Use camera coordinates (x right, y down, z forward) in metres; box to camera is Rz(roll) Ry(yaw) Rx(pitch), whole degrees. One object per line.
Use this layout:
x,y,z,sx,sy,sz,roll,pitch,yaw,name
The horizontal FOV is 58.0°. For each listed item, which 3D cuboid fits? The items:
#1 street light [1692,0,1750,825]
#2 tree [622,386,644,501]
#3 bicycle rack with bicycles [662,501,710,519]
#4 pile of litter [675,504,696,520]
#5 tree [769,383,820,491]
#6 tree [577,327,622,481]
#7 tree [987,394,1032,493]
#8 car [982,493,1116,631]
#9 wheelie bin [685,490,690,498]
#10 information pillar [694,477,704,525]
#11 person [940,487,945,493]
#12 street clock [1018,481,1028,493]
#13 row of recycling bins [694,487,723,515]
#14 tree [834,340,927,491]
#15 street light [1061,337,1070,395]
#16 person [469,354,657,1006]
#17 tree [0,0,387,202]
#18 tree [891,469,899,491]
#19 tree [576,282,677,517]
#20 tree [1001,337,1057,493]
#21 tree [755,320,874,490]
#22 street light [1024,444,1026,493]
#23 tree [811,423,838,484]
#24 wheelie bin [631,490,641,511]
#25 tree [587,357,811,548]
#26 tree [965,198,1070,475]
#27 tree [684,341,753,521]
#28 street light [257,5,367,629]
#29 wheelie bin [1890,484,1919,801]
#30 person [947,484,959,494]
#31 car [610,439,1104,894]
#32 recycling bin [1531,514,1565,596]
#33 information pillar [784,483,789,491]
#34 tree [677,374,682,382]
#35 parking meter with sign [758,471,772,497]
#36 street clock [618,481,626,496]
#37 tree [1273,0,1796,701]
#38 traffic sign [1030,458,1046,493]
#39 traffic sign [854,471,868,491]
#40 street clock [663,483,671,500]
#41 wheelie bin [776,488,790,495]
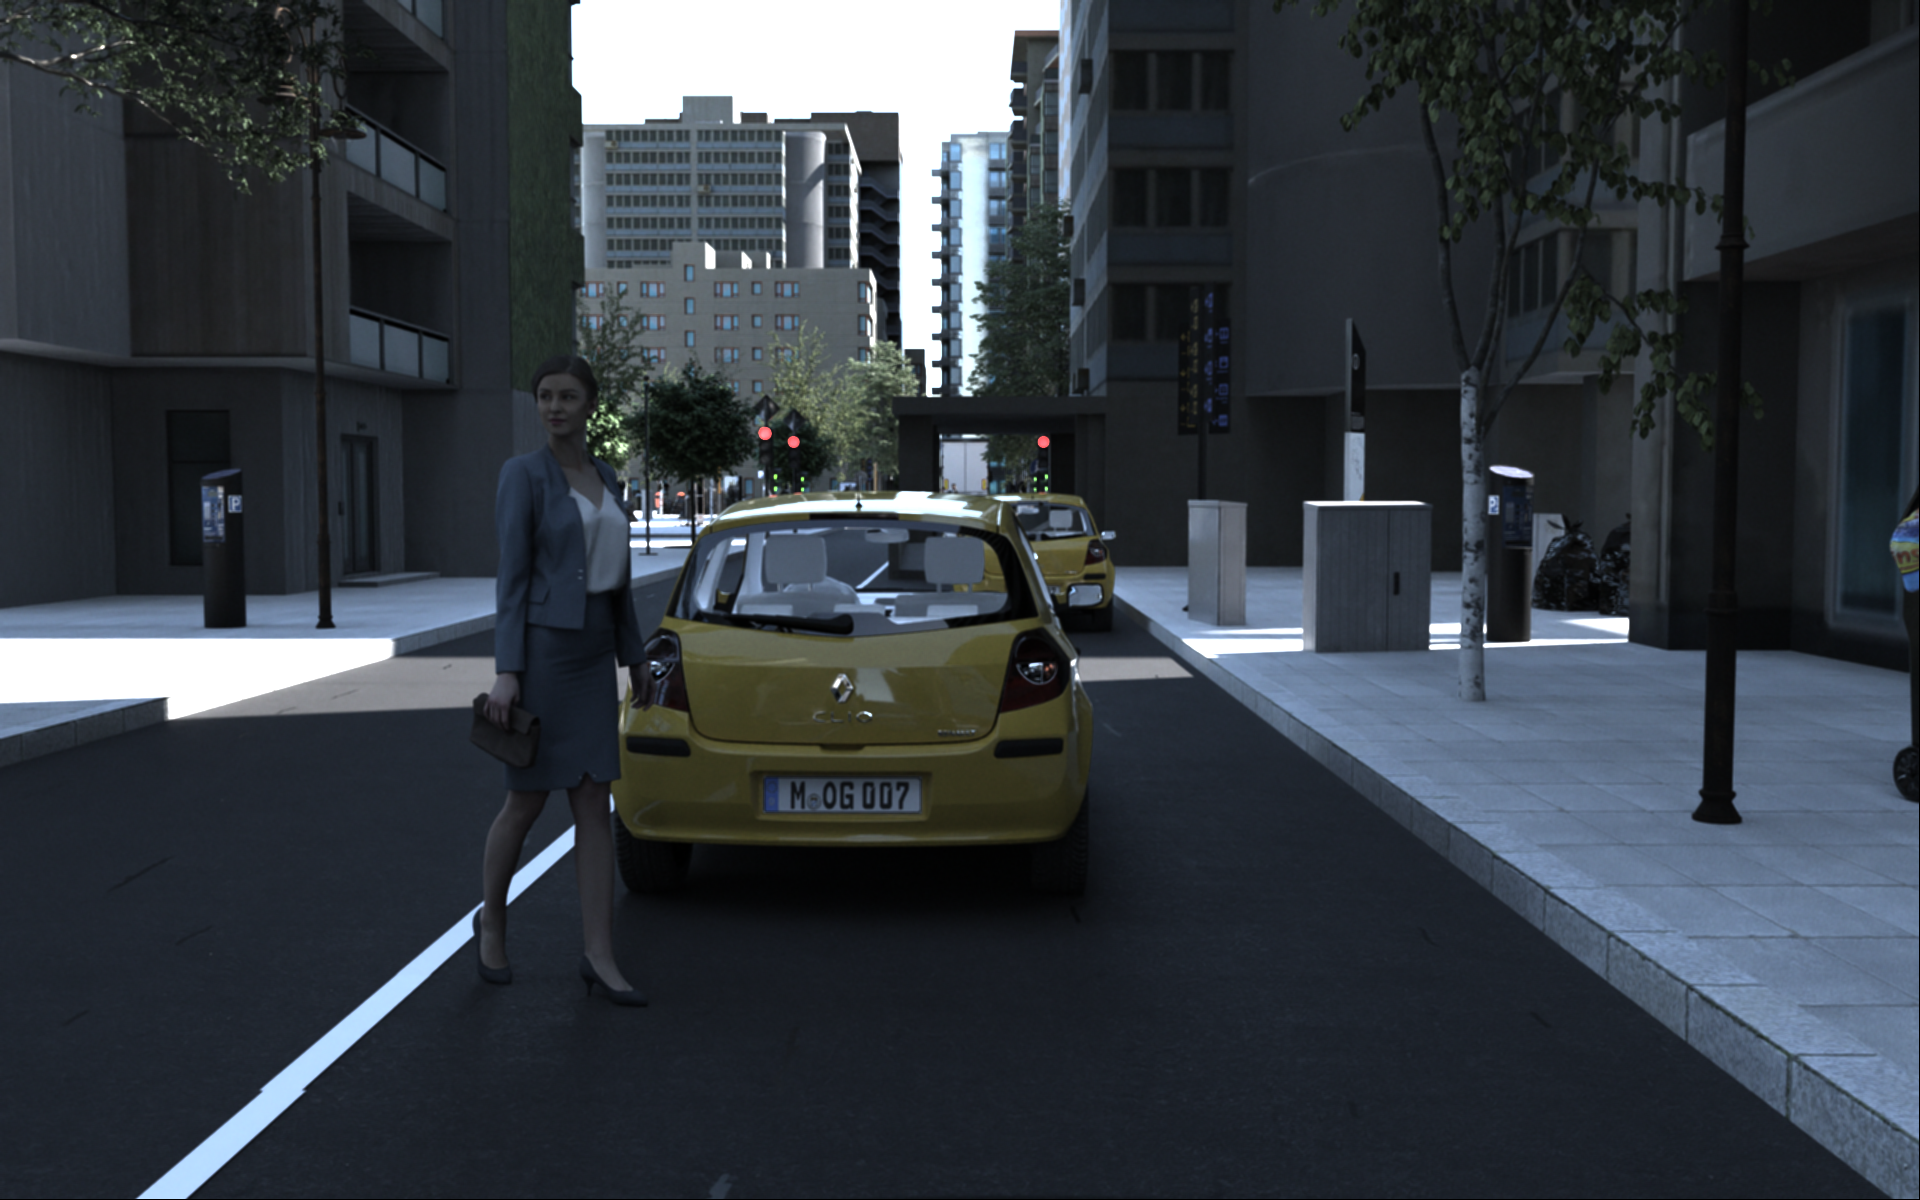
2.976,-2.070,6.631,0.468,5.910,1.993,0,4,0,street light
-22.781,-10.212,117.333,4.360,8.622,3.978,0,3,0,tree
-14.102,-4.728,90.689,2.852,0.926,2.925,3,5,43,bicycle rack with bicycles
-13.493,-4.494,87.448,1.719,0.858,1.176,0,4,-6,pile of litter
-10.757,-9.952,113.076,4.360,8.622,3.978,0,3,0,tree
-16.125,-7.407,71.471,4.360,8.622,3.978,0,3,0,tree
3.648,-9.752,109.814,4.737,8.622,4.395,0,3,0,tree
0.792,-0.570,19.544,2.015,1.641,3.980,0,4,1,car
-20.104,-7.456,129.809,0.693,1.594,0.980,2,4,27,wheelie bin
-10.675,-4.074,71.102,0.304,2.012,0.304,-1,4,-12,information pillar
-0.931,-4.610,84.218,0.599,1.781,0.374,0,4,6,person
3.490,-5.595,96.052,0.471,2.002,0.358,-2,4,-24,street clock
-15.170,-6.126,107.269,1.069,1.692,3.534,2,4,27,row of recycling bins
-5.568,-12.810,127.569,7.486,12.596,7.792,0,3,0,tree
3.096,-4.627,48.431,0.468,5.910,1.993,0,4,0,street light
-1.152,0.217,4.973,0.581,1.822,0.654,-3,5,-41,person
-6.805,-4.597,9.570,7.601,10.594,8.767,-1,4,-9,tree
-6.054,-12.550,188.897,4.285,4.588,4.351,0,3,0,tree
-12.404,-6.669,59.398,4.737,8.622,4.395,0,3,0,tree
3.516,-7.915,79.777,4.360,8.622,3.978,0,3,0,tree
-6.923,-7.572,74.167,4.737,8.622,4.395,0,3,0,tree
3.341,-7.140,89.522,0.468,5.910,1.993,0,4,0,street light
-6.244,-4.885,63.585,4.285,4.588,4.351,0,3,0,tree
-24.333,-7.481,130.225,0.980,1.594,0.693,1,4,20,wheelie bin
-6.473,-3.546,41.685,4.285,4.588,4.351,0,3,0,tree
4.031,-9.097,66.865,7.486,12.596,7.792,0,3,0,tree
-12.020,-8.146,83.553,4.360,8.622,3.978,0,3,0,tree
-6.076,-2.668,16.411,0.468,5.910,1.993,0,4,0,street light
4.333,0.052,7.053,0.980,1.594,0.693,-1,4,-9,wheelie bin
-0.329,-4.316,78.422,0.648,1.900,0.474,-3,5,-40,person
-0.340,0.158,7.648,2.015,1.641,3.980,0,4,1,car
7.269,-0.590,22.199,0.722,1.027,0.722,0,4,-1,recycling bin
-8.631,-4.954,85.484,0.304,2.012,0.304,-1,4,-15,information pillar
-16.745,-8.995,97.431,4.737,8.622,4.395,0,3,0,tree
-14.508,-8.219,130.634,0.543,3.016,1.738,2,4,28,parking meter with sign
-18.191,-5.415,93.098,0.471,2.002,0.358,0,4,4,street clock
3.208,-3.665,10.292,4.737,8.622,4.395,0,3,0,tree
2.843,-3.744,61.328,0.768,2.556,0.104,0,4,4,traffic sign
-5.369,-5.727,93.736,0.768,2.556,0.104,0,4,6,traffic sign
-19.489,-6.762,115.121,0.471,2.002,0.358,1,4,16,street clock
-8.159,-4.386,79.622,0.693,1.594,0.980,-1,4,-19,wheelie bin
